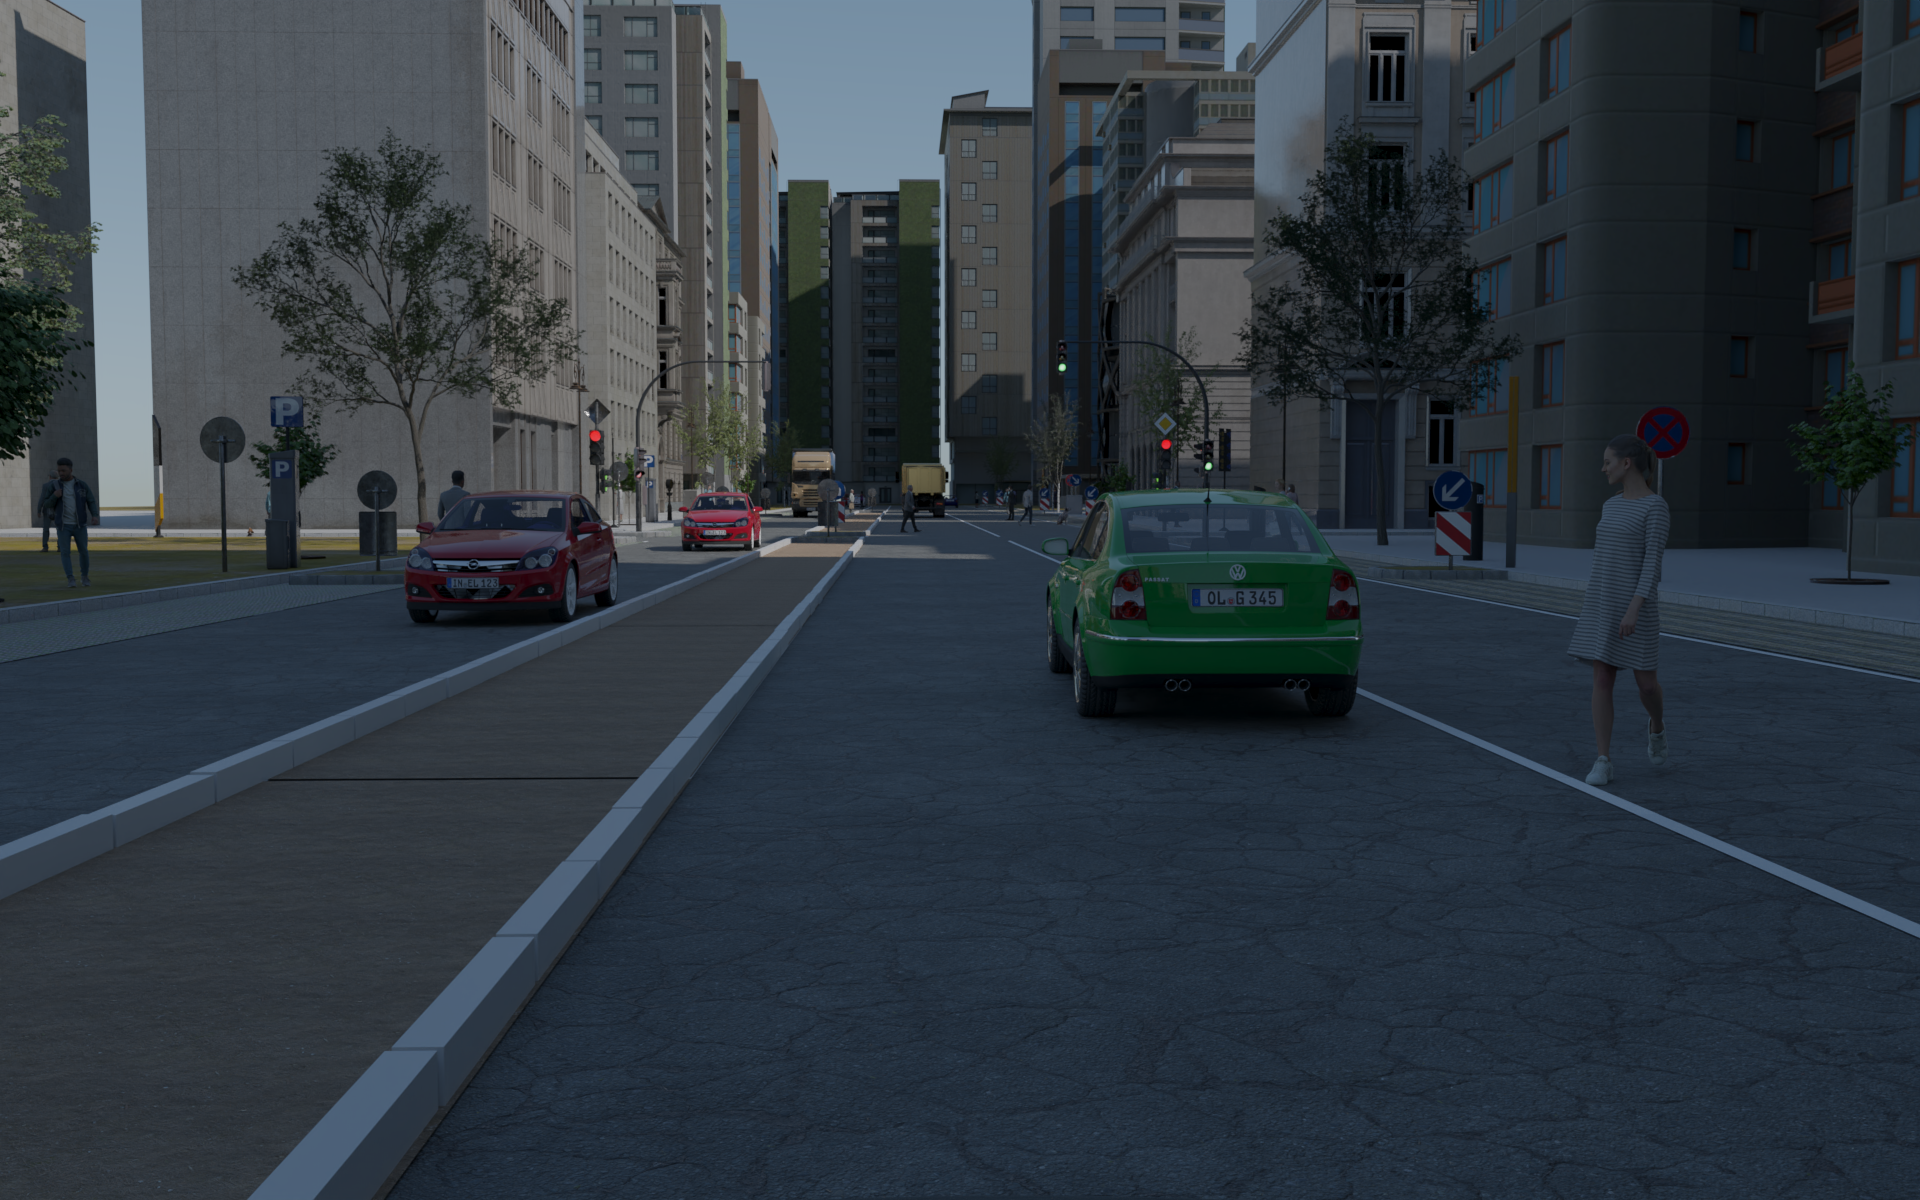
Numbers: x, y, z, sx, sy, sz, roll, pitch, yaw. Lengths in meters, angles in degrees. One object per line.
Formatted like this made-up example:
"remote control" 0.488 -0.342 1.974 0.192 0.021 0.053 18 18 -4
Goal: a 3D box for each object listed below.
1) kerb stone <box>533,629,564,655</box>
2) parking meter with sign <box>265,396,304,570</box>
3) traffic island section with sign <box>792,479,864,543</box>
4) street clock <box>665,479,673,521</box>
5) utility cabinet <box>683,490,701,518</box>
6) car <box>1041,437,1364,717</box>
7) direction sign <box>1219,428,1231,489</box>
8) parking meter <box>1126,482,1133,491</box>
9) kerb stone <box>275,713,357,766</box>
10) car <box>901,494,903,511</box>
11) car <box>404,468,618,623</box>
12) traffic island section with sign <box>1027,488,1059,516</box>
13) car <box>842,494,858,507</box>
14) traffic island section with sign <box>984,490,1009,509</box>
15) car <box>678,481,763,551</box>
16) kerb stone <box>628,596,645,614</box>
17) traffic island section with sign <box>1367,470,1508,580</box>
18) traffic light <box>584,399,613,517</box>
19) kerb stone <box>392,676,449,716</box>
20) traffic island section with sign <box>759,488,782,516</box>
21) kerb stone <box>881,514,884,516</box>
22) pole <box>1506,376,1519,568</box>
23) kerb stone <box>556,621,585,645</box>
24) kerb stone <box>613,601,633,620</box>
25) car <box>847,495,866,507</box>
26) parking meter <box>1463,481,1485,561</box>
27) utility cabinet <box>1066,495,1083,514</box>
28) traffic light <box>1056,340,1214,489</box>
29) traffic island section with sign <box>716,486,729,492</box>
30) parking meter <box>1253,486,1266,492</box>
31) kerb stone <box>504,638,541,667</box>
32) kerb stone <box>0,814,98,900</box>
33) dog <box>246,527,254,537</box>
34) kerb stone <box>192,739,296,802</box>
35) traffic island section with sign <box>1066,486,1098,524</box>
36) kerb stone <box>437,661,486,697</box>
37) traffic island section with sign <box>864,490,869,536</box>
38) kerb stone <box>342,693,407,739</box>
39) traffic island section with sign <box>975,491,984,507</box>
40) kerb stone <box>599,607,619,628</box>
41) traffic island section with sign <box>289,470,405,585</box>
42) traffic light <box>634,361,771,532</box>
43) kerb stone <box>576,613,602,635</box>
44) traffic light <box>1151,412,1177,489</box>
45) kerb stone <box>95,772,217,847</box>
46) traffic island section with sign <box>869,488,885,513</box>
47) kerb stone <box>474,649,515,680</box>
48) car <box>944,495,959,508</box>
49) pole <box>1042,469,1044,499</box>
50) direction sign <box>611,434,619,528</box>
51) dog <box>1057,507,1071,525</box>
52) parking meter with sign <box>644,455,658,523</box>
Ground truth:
"kerb stone" -3.766 0.399 15.676 0.120 0.150 1.000 0 4 -2
"parking meter with sign" -11.788 -2.073 30.157 0.543 3.016 1.738 -1 4 -15
"traffic island section with sign" -3.954 -2.655 51.549 2.006 1.907 1.989 0 4 -2
"street clock" -14.030 -4.837 83.650 0.358 2.002 0.471 1 4 11
"utility cabinet" -13.991 -4.994 90.331 1.173 1.500 0.318 3 5 42
"car" 1.609 -0.228 12.524 1.959 1.807 4.718 0 4 -1
"direction sign" 9.146 -4.151 59.864 0.379 3.537 0.876 2 4 35
"parking meter" 8.156 -4.745 83.295 0.255 1.863 0.399 1 4 20
"kerb stone" -3.546 0.775 9.517 0.120 0.150 1.000 0 4 -2
"car" -3.966 -8.573 148.840 2.281 1.827 5.304 0 4 -2
"car" -5.268 -0.712 20.674 2.155 1.783 4.494 0 4 -2
"traffic island section with sign" 5.267 -6.281 111.326 1.989 1.847 2.006 0 4 -2
"car" -12.490 -11.584 198.443 2.155 1.783 4.494 0 4 0
"traffic island section with sign" 3.537 -9.342 161.375 1.989 1.847 2.006 0 4 -2
"car" -6.165 -2.195 44.936 2.155 1.783 4.494 0 4 -3
"kerb stone" -3.944 0.085 20.806 0.120 0.150 1.000 0 4 -2
"traffic island section with sign" 8.108 -1.291 29.732 1.989 1.847 2.006 0 4 -2
"traffic light" -10.649 -3.794 50.949 0.839 4.253 0.868 0 4 -2
"kerb stone" -3.620 0.650 11.561 0.120 0.150 1.000 0 4 -2
"traffic island section with sign" -12.463 -6.291 111.487 1.989 1.847 2.006 0 4 -2
"kerb stone" -4.490 -4.589 97.266 0.120 0.150 1.000 0 4 -2
"pole" 9.608 -2.218 30.112 0.158 3.312 0.155 0 3 0
"kerb stone" -3.798 0.336 16.699 0.120 0.150 1.000 0 4 -2
"kerb stone" -3.903 0.148 19.775 0.120 0.150 1.000 0 4 -2
"car" -11.469 -11.015 192.452 2.083 1.381 4.827 0 4 0
"parking meter" 9.912 -1.530 33.429 0.372 1.533 0.369 0 3 0
"utility cabinet" 7.213 -6.003 109.307 1.020 1.237 0.306 1 4 9
"traffic light" 5.214 -4.691 51.372 4.771 5.953 1.251 0 4 -2
"traffic island section with sign" -11.515 -4.629 84.307 1.989 1.847 2.006 0 4 -2
"parking meter" 9.013 -2.674 52.127 0.372 1.533 0.369 0 3 0
"kerb stone" -3.734 0.462 14.645 0.120 0.150 1.000 0 4 -2
"kerb stone" -3.439 0.963 6.443 0.120 0.150 1.000 0 4 -2
"dog" -22.102 -2.049 53.689 0.550 0.427 0.748 1 4 21
"kerb stone" -3.508 0.838 8.494 0.120 0.150 1.000 0 4 -2
"traffic island section with sign" 6.215 -4.626 84.265 1.989 1.847 2.006 0 4 -2
"kerb stone" -3.648 0.587 12.600 0.120 0.150 1.000 0 4 -2
"traffic island section with sign" -4.201 -3.108 58.952 2.006 1.907 1.989 0 4 -2
"kerb stone" -3.582 0.714 10.538 0.120 0.150 1.000 0 4 -2
"traffic island section with sign" 2.597 -10.991 188.336 1.989 1.847 2.006 0 4 -2
"kerb stone" -3.863 0.215 18.751 0.120 0.150 1.000 0 4 -2
"traffic island section with sign" -9.568 -1.191 28.105 1.989 1.847 2.006 0 4 -2
"traffic light" -8.838 -5.160 59.036 4.771 5.953 1.251 0 4 -2
"kerb stone" -3.839 0.274 17.729 0.120 0.150 1.000 0 4 -2
"traffic light" 7.024 -4.321 59.566 0.839 4.253 0.868 0 4 -2
"kerb stone" -3.472 0.909 7.466 0.120 0.150 1.000 0 4 -2
"traffic island section with sign" -6.819 -7.701 134.045 2.006 1.907 1.989 0 4 -2
"kerb stone" -3.691 0.524 13.621 0.120 0.150 1.000 0 4 -2
"car" -1.053 -10.160 178.693 1.945 1.354 3.894 0 4 -1
"pole" 6.477 -8.654 135.332 0.158 3.312 0.155 0 3 0
"direction sign" -13.190 -4.520 65.893 0.379 3.537 0.876 -1 4 -11
"dog" 4.738 -3.915 80.850 0.513 0.831 0.800 -3 4 -38
"parking meter with sign" -13.995 -5.029 78.485 0.543 3.016 1.738 0 4 -2
